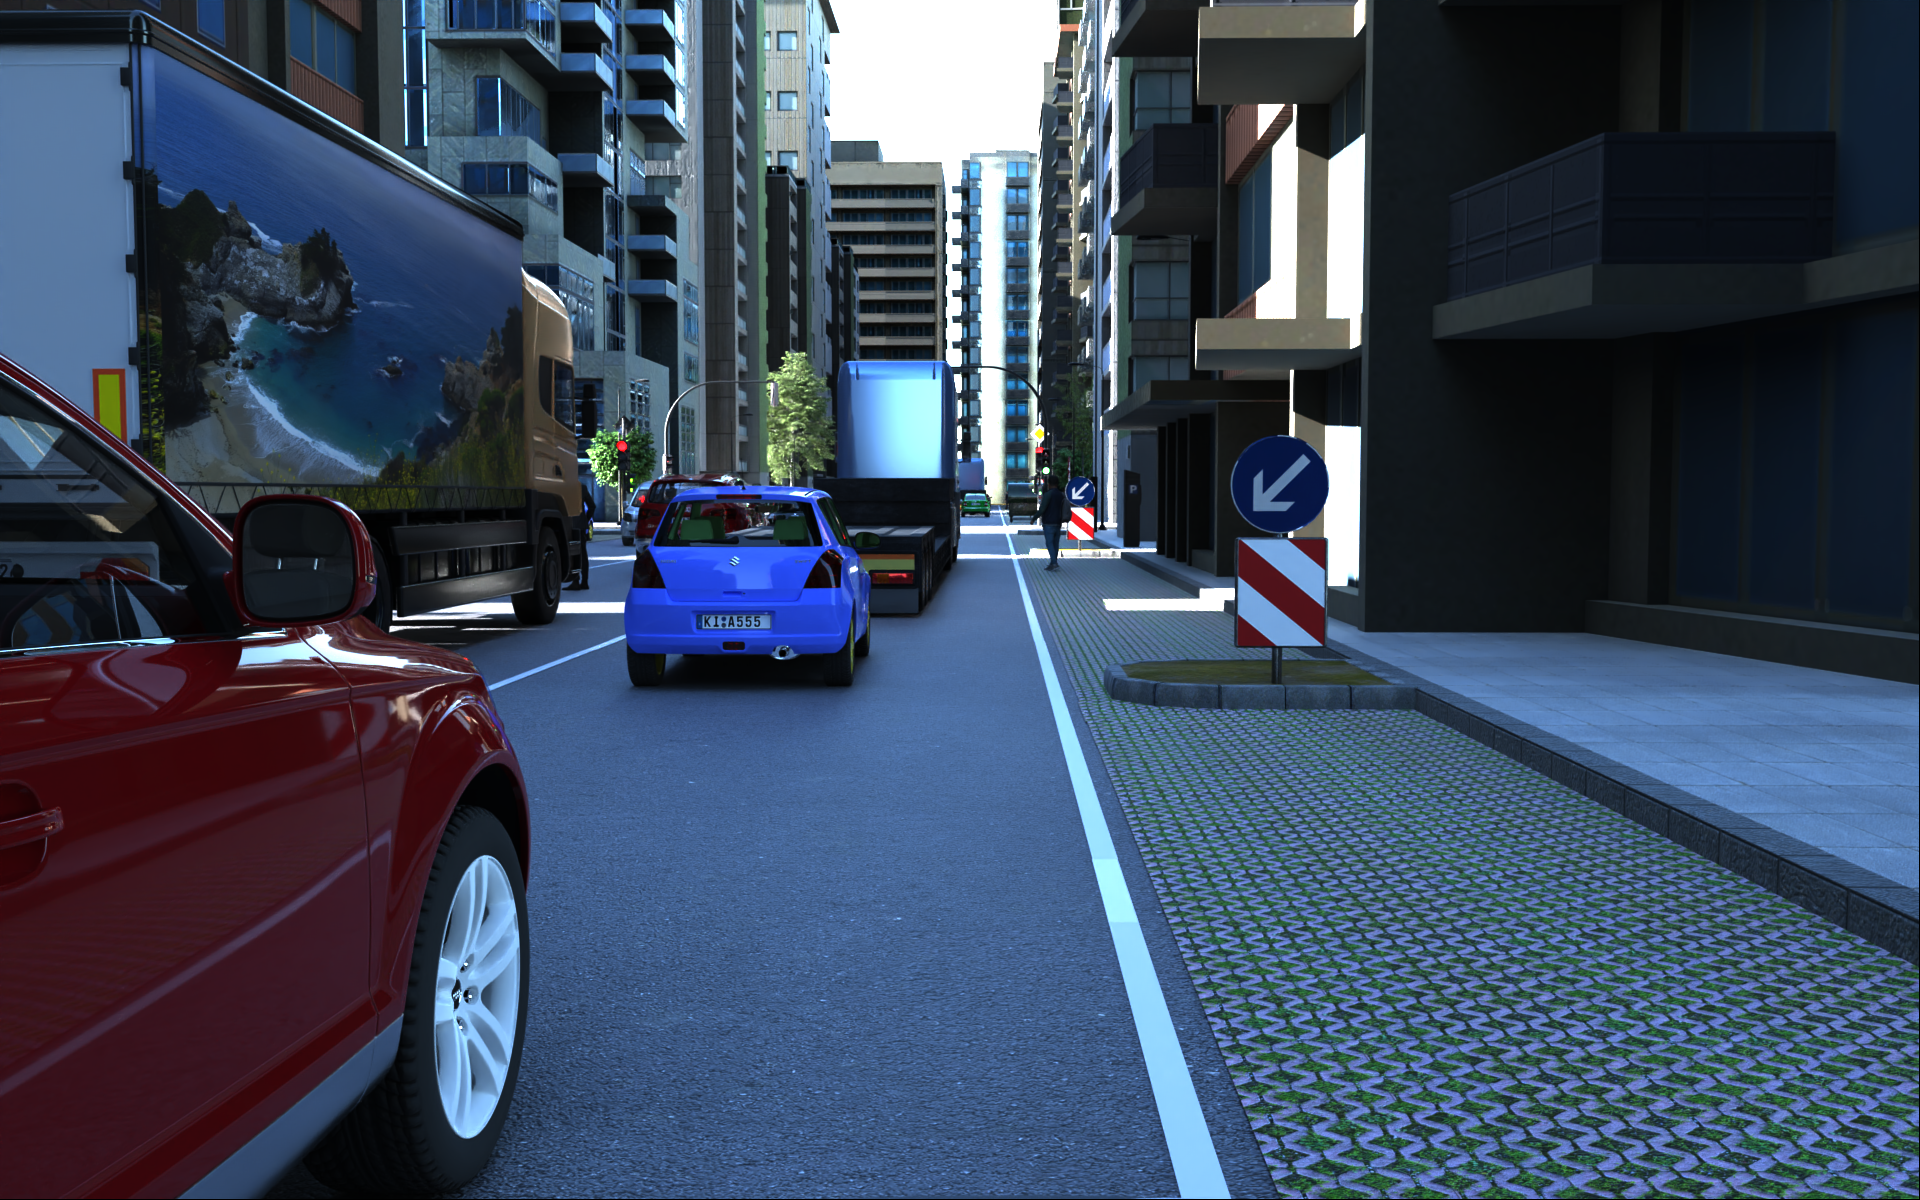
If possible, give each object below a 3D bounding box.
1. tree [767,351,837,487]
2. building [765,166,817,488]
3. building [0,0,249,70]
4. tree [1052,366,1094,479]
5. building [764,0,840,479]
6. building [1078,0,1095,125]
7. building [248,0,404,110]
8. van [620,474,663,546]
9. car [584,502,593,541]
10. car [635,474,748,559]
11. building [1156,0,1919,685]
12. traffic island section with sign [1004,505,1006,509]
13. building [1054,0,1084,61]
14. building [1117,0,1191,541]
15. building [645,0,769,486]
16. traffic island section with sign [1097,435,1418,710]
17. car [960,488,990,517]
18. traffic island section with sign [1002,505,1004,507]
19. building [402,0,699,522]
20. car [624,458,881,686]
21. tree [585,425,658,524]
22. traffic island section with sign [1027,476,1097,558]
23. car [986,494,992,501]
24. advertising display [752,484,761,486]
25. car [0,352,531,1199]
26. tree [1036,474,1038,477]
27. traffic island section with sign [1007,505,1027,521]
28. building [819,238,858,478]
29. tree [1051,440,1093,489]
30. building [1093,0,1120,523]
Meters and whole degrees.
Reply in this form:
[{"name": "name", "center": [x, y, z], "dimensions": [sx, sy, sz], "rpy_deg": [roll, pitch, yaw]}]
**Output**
[{"name": "tree", "center": [-13.189, -13.414, 137.445], "dimensions": [7.486, 12.596, 7.792], "rpy_deg": [0, 3, 0]}, {"name": "building", "center": [-20.677, -23.260, 152.005], "dimensions": [14.160, 30.474, 14.107], "rpy_deg": [0, 4, 1]}, {"name": "building", "center": [-21.715, -23.115, 28.036], "dimensions": [14.600, 45.320, 14.200], "rpy_deg": [0, 4, 1]}, {"name": "tree", "center": [7.290, -9.044, 98.233], "dimensions": [4.737, 8.622, 4.395], "rpy_deg": [0, 3, 0]}, {"name": "building", "center": [-27.193, -35.673, 172.495], "dimensions": [28.713, 52.752, 27.495], "rpy_deg": [0, 4, 1]}, {"name": "building", "center": [19.854, -30.765, 122.609], "dimensions": [23.786, 49.044, 30.456], "rpy_deg": [0, 4, 1]}, {"name": "building", "center": [-29.855, -24.066, 48.109], "dimensions": [28.867, 44.769, 22.147], "rpy_deg": [0, 4, 1]}, {"name": "van", "center": [-8.490, -2.591, 49.367], "dimensions": [2.013, 2.044, 4.112], "rpy_deg": [0, 4, 2]}, {"name": "car", "center": [-12.064, -2.553, 51.339], "dimensions": [1.945, 1.707, 3.694], "rpy_deg": [0, 4, 1]}, {"name": "car", "center": [-4.868, -1.499, 33.180], "dimensions": [2.281, 1.827, 5.304], "rpy_deg": [0, 3, 0]}, {"name": "building", "center": [13.540, -22.519, 22.813], "dimensions": [22.147, 44.769, 28.867], "rpy_deg": [0, 4, 1]}, {"name": "traffic island section with sign", "center": [4.277, -6.892, 121.306], "dimensions": [1.989, 1.847, 2.006], "rpy_deg": [0, 4, 1]}, {"name": "building", "center": [19.530, -47.067, 207.790], "dimensions": [20.563, 71.187, 20.611], "rpy_deg": [0, 4, 1]}, {"name": "building", "center": [11.769, -22.556, 52.384], "dimensions": [14.154, 41.232, 14.086], "rpy_deg": [0, 4, 1]}, {"name": "building", "center": [-21.578, -26.877, 123.036], "dimensions": [14.154, 41.232, 14.086], "rpy_deg": [0, 4, 1]}, {"name": "traffic island section with sign", "center": [2.056, -0.231, 12.397], "dimensions": [1.989, 1.847, 2.006], "rpy_deg": [0, 4, 1]}, {"name": "car", "center": [0.949, -6.106, 108.631], "dimensions": [1.959, 1.807, 4.718], "rpy_deg": [0, 4, 0]}, {"name": "traffic island section with sign", "center": [5.856, -11.632, 198.806], "dimensions": [1.989, 1.847, 2.006], "rpy_deg": [0, 4, 1]}, {"name": "building", "center": [-25.876, -47.619, 91.249], "dimensions": [22.319, 86.520, 31.000], "rpy_deg": [0, 4, 1]}, {"name": "car", "center": [-1.633, -0.284, 14.229], "dimensions": [1.945, 1.707, 3.694], "rpy_deg": [0, 4, 0]}, {"name": "tree", "center": [-14.583, -5.589, 75.097], "dimensions": [4.285, 4.588, 4.351], "rpy_deg": [0, 3, 0]}, {"name": "traffic island section with sign", "center": [2.612, -1.901, 39.711], "dimensions": [1.989, 1.847, 2.006], "rpy_deg": [0, 4, 1]}, {"name": "car", "center": [2.685, -11.838, 202.587], "dimensions": [2.155, 1.783, 4.494], "rpy_deg": [0, 4, 3]}, {"name": "advertising display", "center": [-12.804, -6.353, 109.088], "dimensions": [0.123, 1.923, 0.974], "rpy_deg": [1, 4, 23]}, {"name": "car", "center": [-2.044, 0.409, 1.987], "dimensions": [2.281, 1.827, 5.304], "rpy_deg": [0, 4, 2]}, {"name": "tree", "center": [6.531, -8.882, 139.827], "dimensions": [1.663, 3.219, 1.824], "rpy_deg": [0, 3, 0]}, {"name": "traffic island section with sign", "center": [3.720, -5.229, 94.128], "dimensions": [1.989, 1.847, 2.006], "rpy_deg": [0, 4, 1]}, {"name": "building", "center": [-19.359, -25.815, 193.782], "dimensions": [14.160, 30.474, 14.107], "rpy_deg": [0, 4, 1]}, {"name": "tree", "center": [7.145, -7.425, 105.120], "dimensions": [4.285, 4.588, 4.351], "rpy_deg": [0, 3, 0]}, {"name": "building", "center": [20.712, -32.778, 77.926], "dimensions": [28.212, 58.520, 21.231], "rpy_deg": [0, 4, 1]}]
